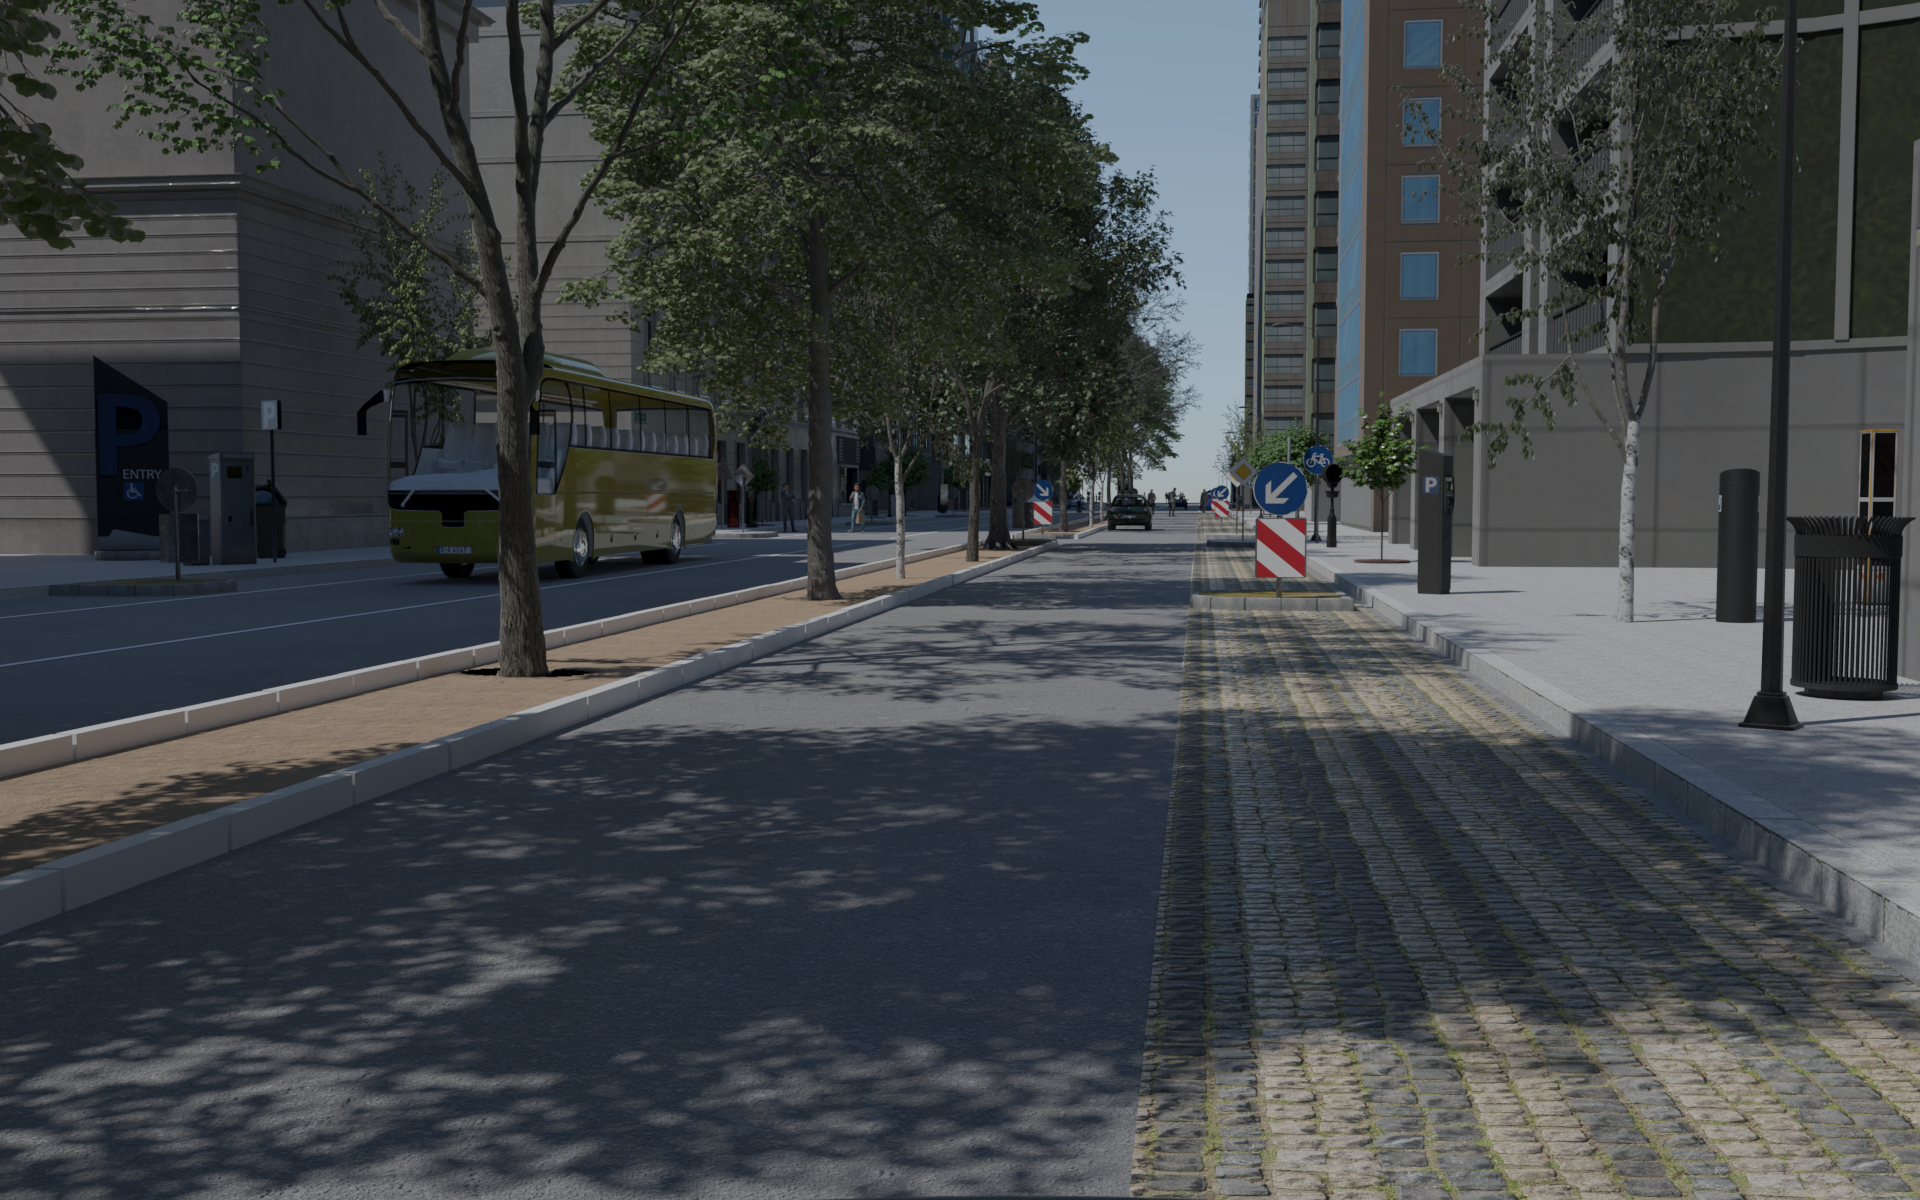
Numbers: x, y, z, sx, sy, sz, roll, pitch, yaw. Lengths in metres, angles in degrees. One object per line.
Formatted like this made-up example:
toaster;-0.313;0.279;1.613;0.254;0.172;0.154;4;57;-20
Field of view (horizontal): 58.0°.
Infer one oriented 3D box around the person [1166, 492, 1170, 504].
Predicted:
person;28.840;-14.022;238.470;1.217;1.736;0.721;-3;5;-41

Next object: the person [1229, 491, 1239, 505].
person;33.133;-12.239;208.612;1.348;1.823;0.705;1;4;11

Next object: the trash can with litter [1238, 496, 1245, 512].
trash can with litter;20.771;-7.109;127.619;0.624;1.170;1.055;-1;4;-10

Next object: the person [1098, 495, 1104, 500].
person;16.420;-11.784;201.150;0.705;1.826;1.348;2;4;25

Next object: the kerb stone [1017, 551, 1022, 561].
kerb stone;1.166;-0.901;36.928;0.120;0.150;1.000;0;4;8

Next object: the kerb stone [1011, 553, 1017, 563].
kerb stone;1.026;-0.838;35.916;0.120;0.150;1.000;0;4;8

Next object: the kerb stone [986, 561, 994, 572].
kerb stone;0.453;-0.590;31.836;0.120;0.150;1.000;0;4;8

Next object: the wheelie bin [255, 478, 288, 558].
wheelie bin;-13.859;-1.642;34.749;0.693;1.594;0.980;-2;4;-23

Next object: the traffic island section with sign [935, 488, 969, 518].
traffic island section with sign;-0.406;-6.001;106.748;1.989;1.847;2.006;0;4;8

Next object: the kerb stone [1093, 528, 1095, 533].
kerb stone;4.623;-2.424;61.829;0.120;0.150;1.000;0;4;8

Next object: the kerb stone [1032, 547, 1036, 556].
kerb stone;1.588;-1.087;39.976;0.120;0.150;1.000;0;4;8

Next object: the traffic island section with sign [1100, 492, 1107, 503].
traffic island section with sign;21.452;-15.648;264.475;1.989;1.847;2.006;0;4;8

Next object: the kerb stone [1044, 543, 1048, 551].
kerb stone;2.014;-1.269;43.025;0.120;0.150;1.000;0;4;8

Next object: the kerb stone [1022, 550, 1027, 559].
kerb stone;1.305;-0.963;37.951;0.120;0.150;1.000;0;4;8

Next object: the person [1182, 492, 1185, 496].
person;32.717;-15.032;255.096;0.721;1.723;1.217;-3;5;-44

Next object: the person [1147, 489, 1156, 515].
person;12.988;-6.668;117.918;0.661;1.777;0.834;-1;4;-23

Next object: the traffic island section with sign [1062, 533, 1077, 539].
traffic island section with sign;2.729;-2.917;55.832;2.006;1.907;1.989;0;4;8

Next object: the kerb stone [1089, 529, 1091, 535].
kerb stone;4.332;-2.299;59.787;0.120;0.150;1.000;0;4;8

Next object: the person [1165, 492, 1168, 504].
person;29.393;-14.489;245.839;0.683;1.767;0.568;0;4;6

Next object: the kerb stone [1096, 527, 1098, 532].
kerb stone;4.902;-2.548;63.859;0.120;0.150;1.000;0;4;8

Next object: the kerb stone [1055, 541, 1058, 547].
kerb stone;2.435;-1.460;46.073;0.120;0.150;1.000;0;4;8

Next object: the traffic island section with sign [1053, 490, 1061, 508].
traffic island section with sign;10.214;-10.688;183.372;1.989;1.847;2.006;0;4;8

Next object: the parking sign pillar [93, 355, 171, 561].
parking sign pillar;-16.192;-2.779;33.902;1.447;3.967;1.447;-2;4;-24

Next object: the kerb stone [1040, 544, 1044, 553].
kerb stone;1.872;-1.212;42.012;0.120;0.150;1.000;0;4;8

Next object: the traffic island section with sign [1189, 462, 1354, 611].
traffic island section with sign;3.937;-0.822;22.067;1.989;1.847;2.006;0;4;8

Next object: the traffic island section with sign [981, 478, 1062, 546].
traffic island section with sign;1.702;-2.468;48.496;2.006;1.907;1.989;0;4;8

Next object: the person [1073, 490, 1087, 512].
person;9.360;-7.800;136.015;1.348;1.826;0.705;-2;4;-35

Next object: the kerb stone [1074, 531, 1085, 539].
kerb stone;3.916;-2.113;56.747;0.120;0.150;1.000;0;4;8

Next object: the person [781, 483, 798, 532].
person;-6.427;-3.479;65.184;0.655;1.846;0.447;-1;4;-23

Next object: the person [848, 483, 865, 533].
person;-3.681;-3.316;62.709;0.794;1.824;0.713;3;5;41

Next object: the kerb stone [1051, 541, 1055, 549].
kerb stone;2.294;-1.391;45.051;0.120;0.150;1.000;0;4;8

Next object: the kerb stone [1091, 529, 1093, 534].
kerb stone;4.481;-2.362;60.807;0.120;0.150;1.000;0;4;8

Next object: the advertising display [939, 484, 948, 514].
advertising display;-1.077;-6.650;113.934;0.123;1.923;0.974;2;4;31

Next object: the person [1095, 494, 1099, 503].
person;20.125;-14.875;254.924;0.991;1.433;0.599;-3;4;-36

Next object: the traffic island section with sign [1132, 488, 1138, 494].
traffic island section with sign;13.037;-7.470;130.263;2.006;1.907;1.989;0;4;8

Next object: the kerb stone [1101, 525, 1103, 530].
kerb stone;5.328;-2.733;66.899;0.120;0.150;1.000;0;4;8

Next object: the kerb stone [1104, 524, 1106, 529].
kerb stone;5.605;-2.857;68.932;0.120;0.150;1.000;0;4;8

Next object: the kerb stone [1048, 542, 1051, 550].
kerb stone;2.152;-1.333;44.038;0.120;0.150;1.000;0;4;8

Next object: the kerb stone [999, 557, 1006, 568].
kerb stone;0.742;-0.709;33.873;0.120;0.150;1.000;0;4;8

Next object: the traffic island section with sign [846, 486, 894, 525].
traffic island section with sign;-4.110;-4.368;80.048;1.989;1.847;2.006;0;4;8

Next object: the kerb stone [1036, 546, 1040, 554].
kerb stone;1.733;-1.150;40.995;0.120;0.150;1.000;0;4;8

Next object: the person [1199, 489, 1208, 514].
person;17.803;-7.217;126.596;0.694;1.812;0.767;2;4;25

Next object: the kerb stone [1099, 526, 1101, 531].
kerb stone;5.177;-2.672;65.888;0.120;0.150;1.000;0;4;8

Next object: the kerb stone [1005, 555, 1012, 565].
kerb stone;0.876;-0.773;34.896;0.120;0.150;1.000;0;4;8

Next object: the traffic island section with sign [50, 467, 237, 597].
traffic island section with sign;-11.708;-1.012;25.177;1.989;1.847;2.006;0;4;8

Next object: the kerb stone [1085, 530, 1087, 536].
kerb stone;4.049;-2.171;57.763;0.120;0.150;1.000;0;4;8

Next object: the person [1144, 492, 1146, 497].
person;28.677;-15.839;268.193;0.721;1.735;1.217;0;4;-7

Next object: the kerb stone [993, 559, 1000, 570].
kerb stone;0.600;-0.652;32.856;0.120;0.150;1.000;0;4;8

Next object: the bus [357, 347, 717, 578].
bus;-7.297;-2.522;32.781;2.896;3.916;12.252;0;4;6

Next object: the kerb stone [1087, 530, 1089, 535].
kerb stone;4.189;-2.237;58.775;0.120;0.150;1.000;0;4;8

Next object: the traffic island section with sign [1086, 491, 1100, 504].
traffic island section with sign;17.751;-14.015;237.774;1.989;1.847;2.006;0;4;8

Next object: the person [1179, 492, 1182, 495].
person;30.739;-14.223;241.767;1.217;1.735;0.721;-1;4;-12

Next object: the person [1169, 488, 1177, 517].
person;13.606;-6.255;110.581;0.447;1.846;0.655;-3;4;-38

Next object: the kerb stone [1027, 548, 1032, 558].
kerb stone;1.452;-1.025;38.963;0.120;0.150;1.000;0;4;8
